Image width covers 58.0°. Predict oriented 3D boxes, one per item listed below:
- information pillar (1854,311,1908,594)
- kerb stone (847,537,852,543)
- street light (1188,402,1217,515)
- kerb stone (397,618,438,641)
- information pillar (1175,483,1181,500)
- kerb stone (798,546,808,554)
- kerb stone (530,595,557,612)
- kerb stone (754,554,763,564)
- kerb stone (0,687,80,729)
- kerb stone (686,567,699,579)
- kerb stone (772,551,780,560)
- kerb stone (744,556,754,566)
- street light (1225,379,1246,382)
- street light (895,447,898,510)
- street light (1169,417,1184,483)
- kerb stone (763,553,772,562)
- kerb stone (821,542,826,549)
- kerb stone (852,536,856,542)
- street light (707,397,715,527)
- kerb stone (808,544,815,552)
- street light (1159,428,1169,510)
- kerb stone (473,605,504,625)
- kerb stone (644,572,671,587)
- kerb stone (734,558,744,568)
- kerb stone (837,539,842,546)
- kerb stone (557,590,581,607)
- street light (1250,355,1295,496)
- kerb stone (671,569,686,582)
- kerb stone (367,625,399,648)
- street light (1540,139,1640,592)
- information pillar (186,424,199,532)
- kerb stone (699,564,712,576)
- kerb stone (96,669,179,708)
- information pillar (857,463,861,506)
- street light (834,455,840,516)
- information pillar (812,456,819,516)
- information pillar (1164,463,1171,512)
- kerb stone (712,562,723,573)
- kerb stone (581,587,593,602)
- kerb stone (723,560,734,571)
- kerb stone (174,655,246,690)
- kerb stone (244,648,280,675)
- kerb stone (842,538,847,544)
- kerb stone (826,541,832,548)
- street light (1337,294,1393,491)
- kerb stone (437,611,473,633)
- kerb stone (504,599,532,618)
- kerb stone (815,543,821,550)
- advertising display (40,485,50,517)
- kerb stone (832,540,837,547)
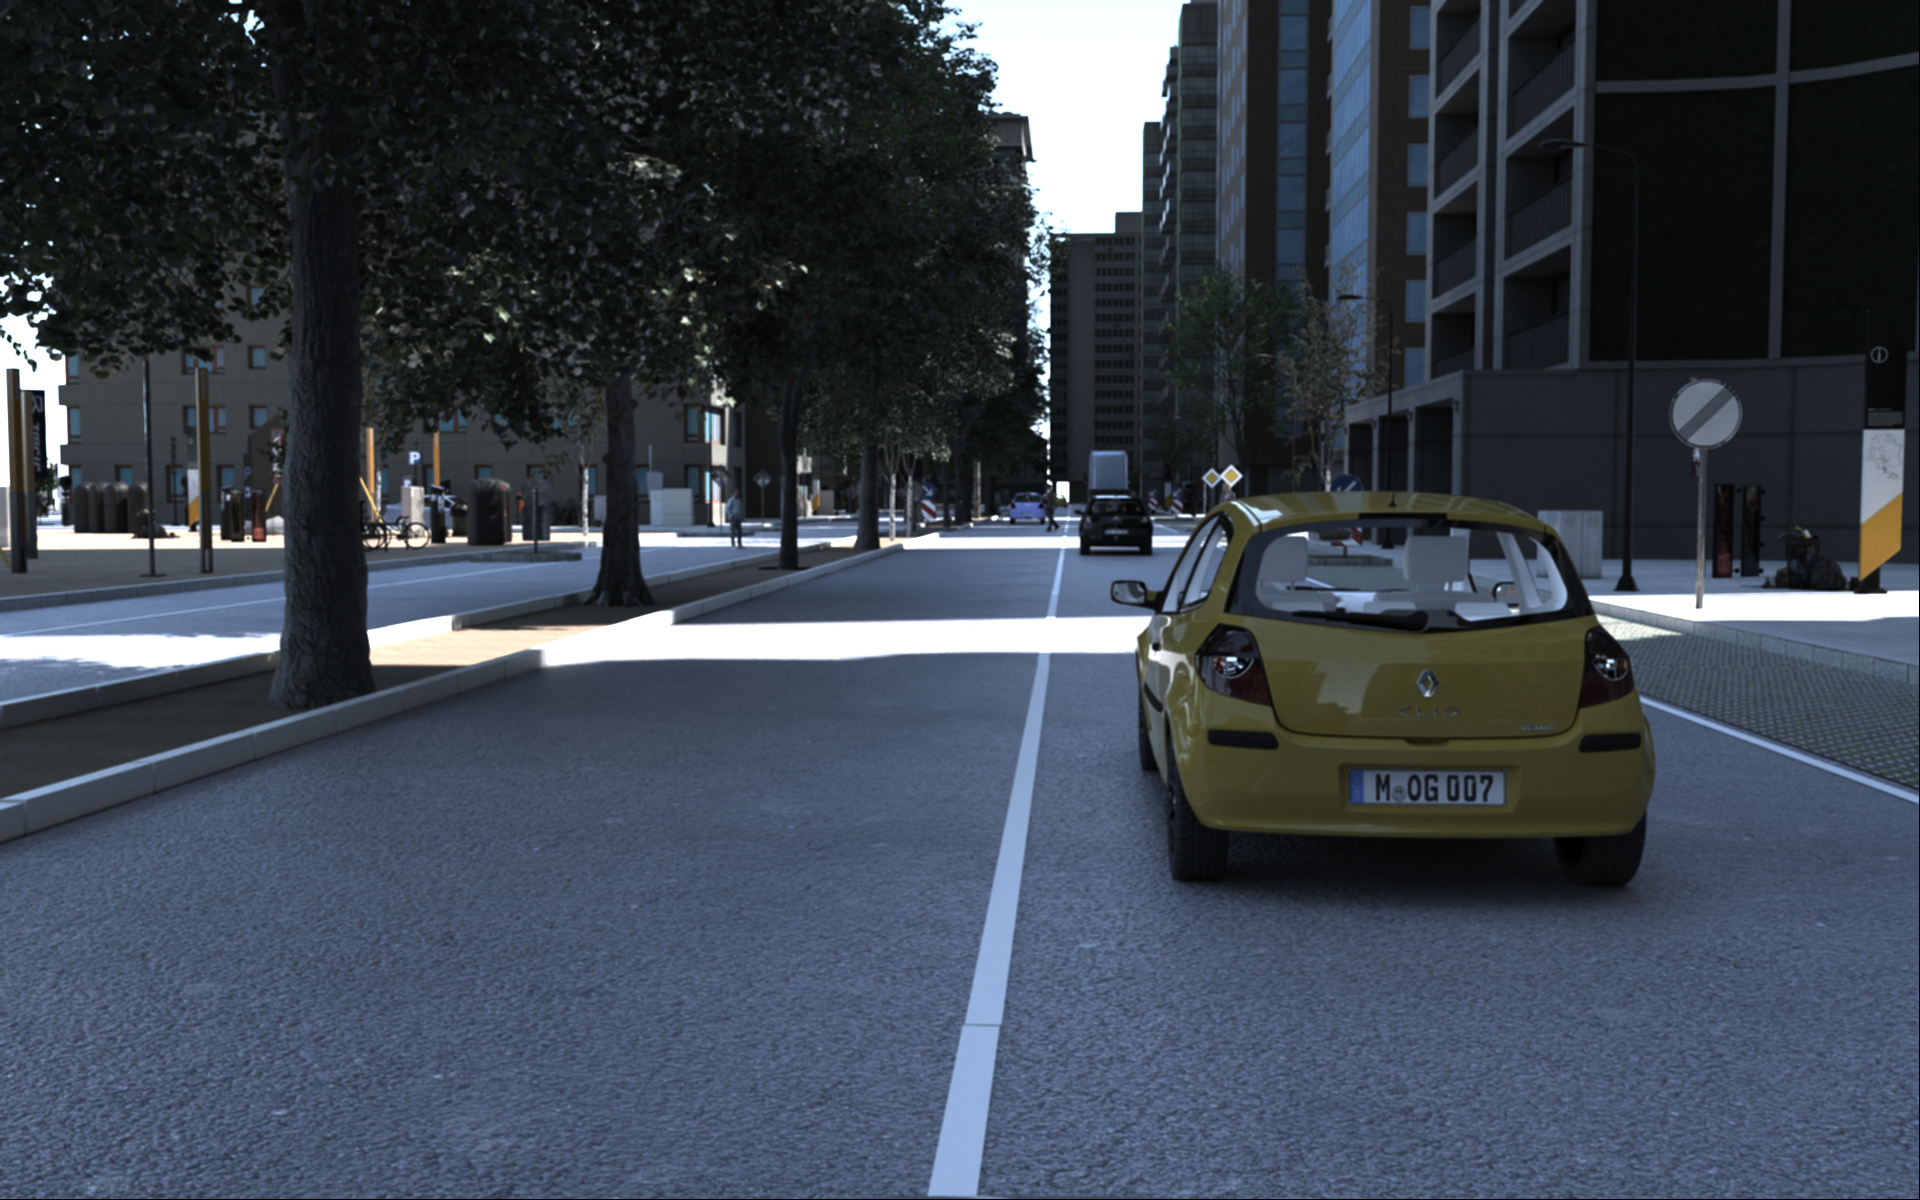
[{"bbox_3d":[11.828,-1.888,22.221,0.504,3.616,0.183,1,4,9],"label":"information pillar"},{"bbox_3d":[-3.316,-1.691,49.859,0.120,0.150,1.000,0,4,4],"label":"kerb stone"},{"bbox_3d":[12.364,-7.014,87.217,1.470,5.913,1.316,0,4,4],"label":"street light"},{"bbox_3d":[-5.440,0.308,17.157,0.120,0.150,1.000,0,4,4],"label":"kerb stone"},{"bbox_3d":[14.688,-6.858,116.621,0.304,2.012,0.304,-2,4,-32],"label":"information pillar"},{"bbox_3d":[-3.849,-1.190,41.694,0.120,0.150,1.000,0,4,4],"label":"kerb stone"},{"bbox_3d":[-5.177,0.059,21.238,0.120,0.150,1.000,0,4,4],"label":"kerb stone"},{"bbox_3d":[-4.241,-0.815,35.565,0.120,0.150,1.000,0,4,4],"label":"kerb stone"},{"bbox_3d":[-5.840,0.683,11.021,0.120,0.150,1.000,0,4,4],"label":"kerb stone"},{"bbox_3d":[-4.645,-0.442,29.419,0.120,0.150,1.000,0,4,4],"label":"kerb stone"},{"bbox_3d":[-4.109,-0.941,37.605,0.120,0.150,1.000,0,4,4],"label":"kerb stone"},{"bbox_3d":[-4.310,-0.751,34.546,0.120,0.150,1.000,0,4,4],"label":"kerb stone"},{"bbox_3d":[11.380,-5.952,69.849,1.470,5.913,1.316,0,4,4],"label":"street light"},{"bbox_3d":[-4.486,-10.072,137.223,1.470,5.913,1.316,0,4,4],"label":"street light"},{"bbox_3d":[13.541,-8.075,104.573,1.470,5.913,1.316,0,4,4],"label":"street light"},{"bbox_3d":[-4.174,-0.880,36.585,0.120,0.150,1.000,0,4,4],"label":"kerb stone"},{"bbox_3d":[-3.649,-1.378,44.753,0.120,0.150,1.000,0,4,4],"label":"kerb stone"},{"bbox_3d":[-3.250,-1.750,50.890,0.120,0.150,1.000,0,4,4],"label":"kerb stone"},{"bbox_3d":[-9.111,-5.773,66.936,1.470,5.913,1.316,0,4,4],"label":"street light"},{"bbox_3d":[-3.781,-1.250,42.714,0.120,0.150,1.000,0,4,4],"label":"kerb stone"},{"bbox_3d":[14.665,-9.137,121.932,1.470,5.913,1.316,0,4,4],"label":"street light"},{"bbox_3d":[-5.306,0.188,19.197,0.120,0.150,1.000,0,4,4],"label":"kerb stone"},{"bbox_3d":[-4.788,-0.317,27.378,0.120,0.150,1.000,0,4,4],"label":"kerb stone"},{"bbox_3d":[-4.379,-0.689,33.513,0.120,0.150,1.000,0,4,4],"label":"kerb stone"},{"bbox_3d":[-3.448,-1.567,47.819,0.120,0.150,1.000,0,4,4],"label":"kerb stone"},{"bbox_3d":[-5.107,0.005,22.258,0.120,0.150,1.000,0,4,4],"label":"kerb stone"},{"bbox_3d":[10.557,-5.213,57.775,1.470,5.913,1.316,0,4,4],"label":"street light"},{"bbox_3d":[-4.705,-0.374,28.397,0.120,0.150,1.000,0,4,4],"label":"kerb stone"},{"bbox_3d":[-5.506,0.374,16.138,0.120,0.150,1.000,0,4,4],"label":"kerb stone"},{"bbox_3d":[8.293,-3.075,22.812,1.470,5.913,1.316,0,4,4],"label":"street light"},{"bbox_3d":[-25.705,-4.085,58.152,0.504,3.616,0.183,1,4,10],"label":"information pillar"},{"bbox_3d":[-4.578,-0.505,30.450,0.120,0.150,1.000,0,4,4],"label":"kerb stone"},{"bbox_3d":[-5.761,0.621,12.040,0.120,0.150,1.000,0,4,4],"label":"kerb stone"},{"bbox_3d":[-6.823,-7.814,119.114,0.504,3.616,0.183,-1,4,-10],"label":"information pillar"},{"bbox_3d":[-6.758,-7.938,102.322,1.470,5.913,1.316,0,4,4],"label":"street light"},{"bbox_3d":[-8.507,-6.780,102.205,0.504,3.616,0.183,3,5,42],"label":"information pillar"},{"bbox_3d":[15.239,-8.299,127.036,0.504,3.616,0.183,0,4,3],"label":"information pillar"},{"bbox_3d":[-4.506,-0.567,31.473,0.120,0.150,1.000,0,4,4],"label":"kerb stone"},{"bbox_3d":[-5.041,-0.063,23.290,0.120,0.150,1.000,0,4,4],"label":"kerb stone"},{"bbox_3d":[-4.442,-0.627,32.493,0.120,0.150,1.000,0,4,4],"label":"kerb stone"},{"bbox_3d":[-5.700,0.559,13.063,0.120,0.150,1.000,0,4,4],"label":"kerb stone"},{"bbox_3d":[-5.639,0.496,14.092,0.120,0.150,1.000,0,4,4],"label":"kerb stone"},{"bbox_3d":[-3.382,-1.627,48.839,0.120,0.150,1.000,0,4,4],"label":"kerb stone"},{"bbox_3d":[-3.585,-1.441,45.776,0.120,0.150,1.000,0,4,4],"label":"kerb stone"},{"bbox_3d":[9.476,-4.151,40.413,1.470,5.913,1.316,0,4,4],"label":"street light"},{"bbox_3d":[-5.370,0.247,18.177,0.120,0.150,1.000,0,4,4],"label":"kerb stone"},{"bbox_3d":[-5.246,0.125,20.217,0.120,0.150,1.000,0,4,4],"label":"kerb stone"},{"bbox_3d":[-3.705,-1.317,43.733,0.120,0.150,1.000,0,4,4],"label":"kerb stone"},{"bbox_3d":[-50.677,-5.546,95.898,0.974,1.923,0.123,3,5,39],"label":"advertising display"},{"bbox_3d":[-3.524,-1.503,46.797,0.120,0.150,1.000,0,4,4],"label":"kerb stone"}]
